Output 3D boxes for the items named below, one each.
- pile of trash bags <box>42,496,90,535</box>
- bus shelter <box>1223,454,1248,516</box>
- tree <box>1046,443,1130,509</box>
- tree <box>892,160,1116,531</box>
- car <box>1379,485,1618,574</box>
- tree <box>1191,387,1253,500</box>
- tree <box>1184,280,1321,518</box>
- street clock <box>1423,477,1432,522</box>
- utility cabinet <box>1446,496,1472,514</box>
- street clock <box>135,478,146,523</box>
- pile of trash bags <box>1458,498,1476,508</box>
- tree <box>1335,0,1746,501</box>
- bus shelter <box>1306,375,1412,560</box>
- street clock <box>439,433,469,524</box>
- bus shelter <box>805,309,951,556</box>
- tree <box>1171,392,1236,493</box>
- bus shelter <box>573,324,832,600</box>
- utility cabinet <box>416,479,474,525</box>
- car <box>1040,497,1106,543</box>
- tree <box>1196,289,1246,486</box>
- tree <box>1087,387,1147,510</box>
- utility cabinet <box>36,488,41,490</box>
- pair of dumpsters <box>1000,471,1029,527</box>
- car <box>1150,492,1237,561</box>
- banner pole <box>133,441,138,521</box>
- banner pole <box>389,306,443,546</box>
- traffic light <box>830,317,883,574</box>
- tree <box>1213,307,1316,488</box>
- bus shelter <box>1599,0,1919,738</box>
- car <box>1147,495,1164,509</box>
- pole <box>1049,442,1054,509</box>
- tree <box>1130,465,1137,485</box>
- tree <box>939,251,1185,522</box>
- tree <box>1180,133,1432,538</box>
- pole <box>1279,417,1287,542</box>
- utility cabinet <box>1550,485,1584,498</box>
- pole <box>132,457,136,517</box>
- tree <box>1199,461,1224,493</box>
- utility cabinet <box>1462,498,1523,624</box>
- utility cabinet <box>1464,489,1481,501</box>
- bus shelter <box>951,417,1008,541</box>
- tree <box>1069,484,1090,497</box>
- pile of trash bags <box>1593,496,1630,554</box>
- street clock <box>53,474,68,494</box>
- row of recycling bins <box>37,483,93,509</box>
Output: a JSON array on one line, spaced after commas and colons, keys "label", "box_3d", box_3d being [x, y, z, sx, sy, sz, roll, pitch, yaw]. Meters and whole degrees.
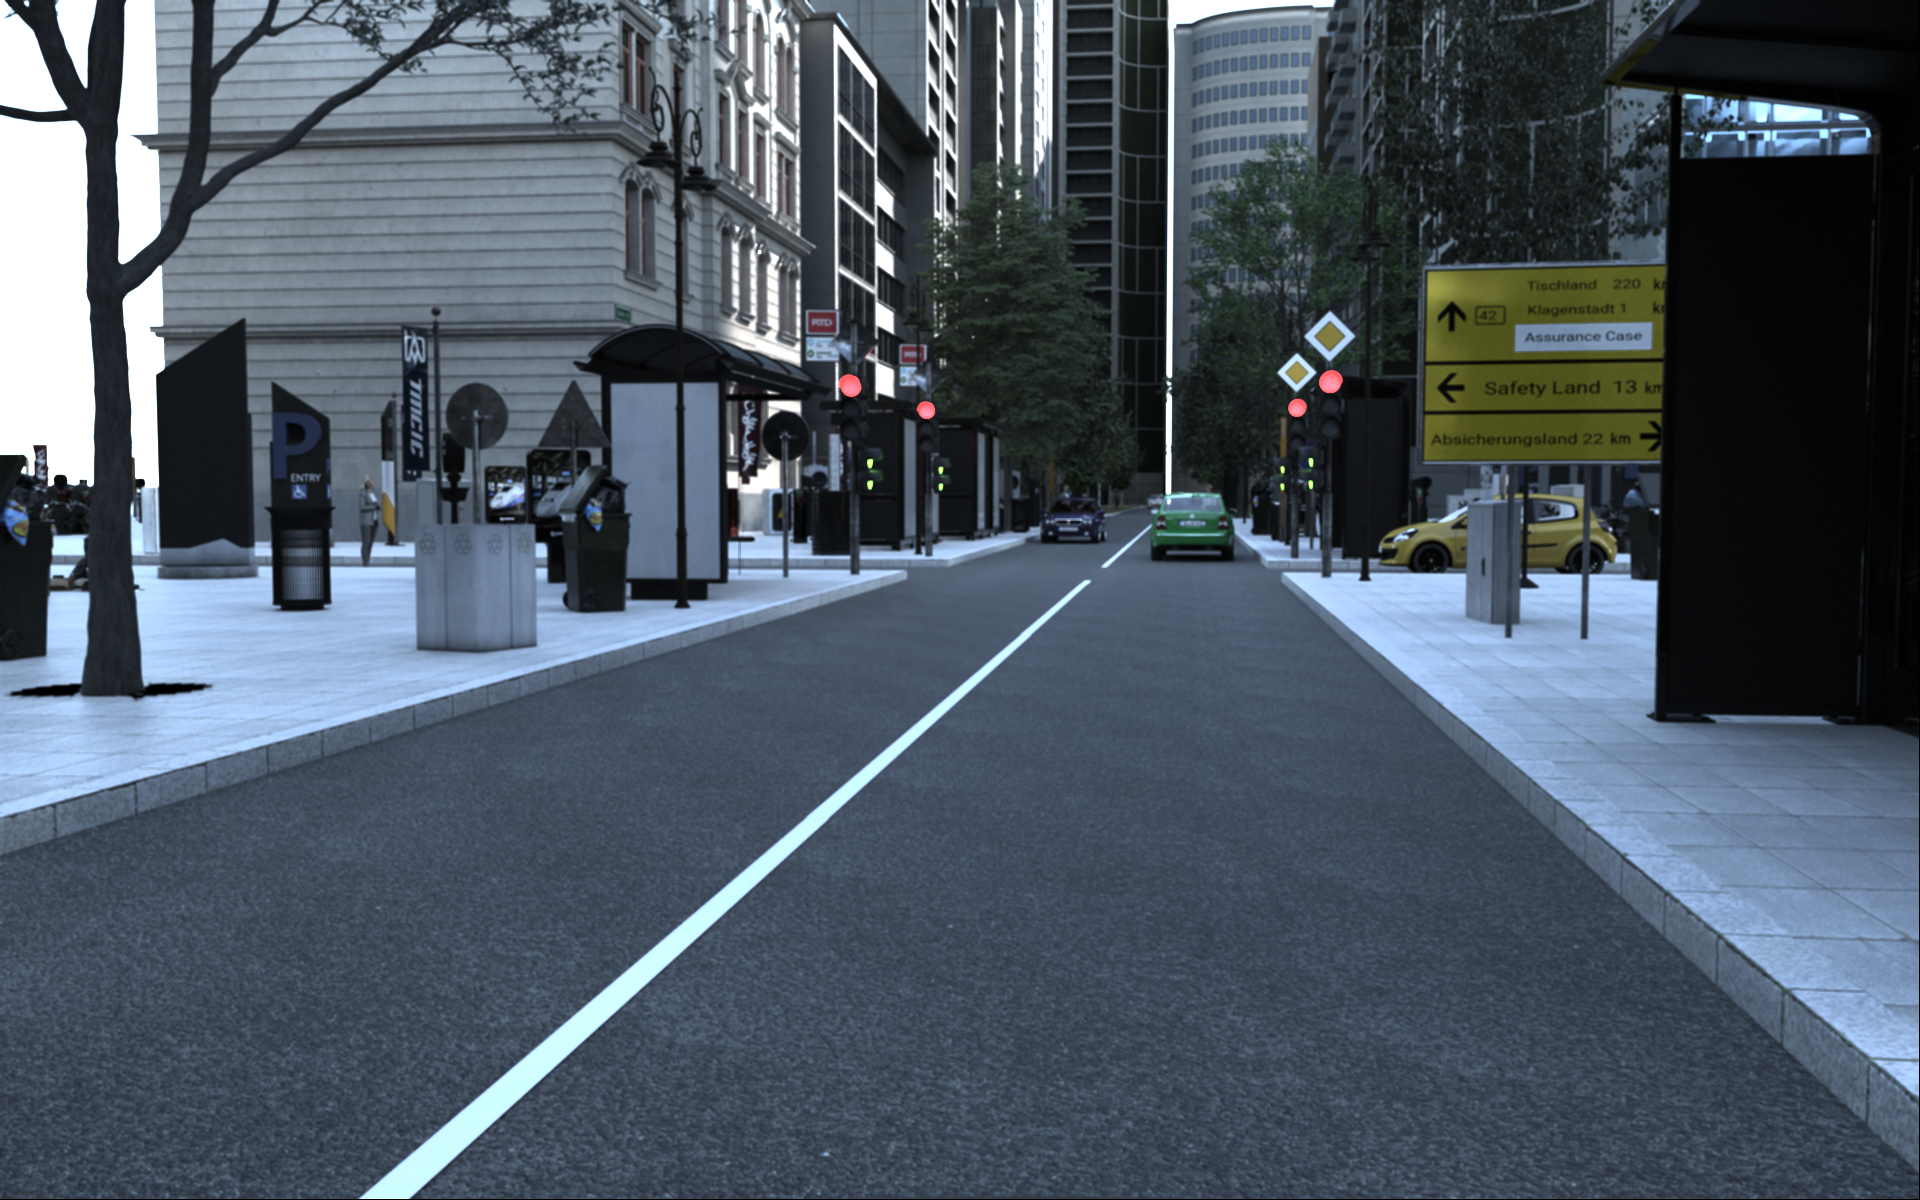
[{"label": "pile of trash bags", "box_3d": [-28.768, -2.729, 54.380, 3.447, 1.369, 1.912, -3, 5, -43]}, {"label": "bus shelter", "box_3d": [16.310, -6.851, 103.289, 1.731, 3.624, 6.357, 0, 4, 8]}, {"label": "tree", "box_3d": [6.180, -6.619, 91.942, 4.285, 4.588, 4.351, 0, 3, 0]}, {"label": "tree", "box_3d": [1.540, -8.671, 59.896, 7.486, 12.596, 7.792, 0, 3, 0]}, {"label": "car", "box_3d": [9.421, -1.239, 30.477, 3.980, 1.641, 2.015, 1, 4, 9]}, {"label": "tree", "box_3d": [25.708, -15.241, 167.312, 7.486, 12.596, 7.792, 0, 3, 0]}, {"label": "tree", "box_3d": [15.219, -10.759, 92.915, 9.611, 12.733, 9.660, 0, 3, 0]}, {"label": "street clock", "box_3d": [19.277, -4.111, 71.784, 0.471, 2.002, 0.358, 0, 4, 0]}, {"label": "utility cabinet", "box_3d": [21.333, -3.844, 74.007, 1.020, 1.237, 0.306, 0, 4, -3]}, {"label": "street clock", "box_3d": [-36.199, -4.404, 76.571, 0.358, 2.002, 0.471, 0, 4, 6]}, {"label": "pile of trash bags", "box_3d": [16.301, -2.546, 51.385, 3.447, 1.369, 1.912, 2, 4, 26]}, {"label": "tree", "box_3d": [5.899, -4.178, 18.671, 4.360, 8.622, 3.978, 0, 3, 0]}, {"label": "bus shelter", "box_3d": [8.387, -2.780, 36.742, 1.731, 3.624, 6.357, 0, 4, 8]}, {"label": "street clock", "box_3d": [-5.993, -0.977, 20.537, 0.358, 2.002, 0.471, -1, 4, -21]}, {"label": "bus shelter", "box_3d": [-1.937, -3.827, 40.209, 2.179, 5.291, 8.768, 0, 4, 7]}, {"label": "tree", "box_3d": [27.153, -16.980, 184.271, 9.857, 13.997, 8.962, 0, 3, 0]}, {"label": "bus shelter", "box_3d": [-3.272, -1.803, 23.409, 2.014, 3.302, 5.546, 0, 4, 7]}, {"label": "utility cabinet", "box_3d": [-7.464, -1.016, 25.284, 0.318, 1.500, 1.173, 1, 4, 14]}, {"label": "car", "box_3d": [3.405, -2.391, 51.672, 1.945, 1.354, 3.894, 1, 4, 9]}, {"label": "tree", "box_3d": [10.449, -6.747, 60.680, 4.360, 8.622, 3.978, 0, 3, 0]}, {"label": "tree", "box_3d": [9.615, -10.165, 116.567, 4.737, 8.622, 4.395, 0, 3, 0]}, {"label": "utility cabinet", "box_3d": [-36.600, -3.631, 68.043, 1.173, 1.500, 0.318, 2, 4, 30]}, {"label": "pair of dumpsters", "box_3d": [1.876, -4.128, 69.987, 1.574, 2.255, 4.437, 0, 4, 8]}, {"label": "car", "box_3d": [5.209, -1.827, 38.675, 1.959, 1.807, 4.718, 1, 4, 8]}, {"label": "banner pole", "box_3d": [-39.018, -5.593, 81.457, 0.863, 3.779, 0.401, -3, 5, -40]}, {"label": "banner pole", "box_3d": [-7.091, -2.017, 22.988, 0.401, 3.779, 0.863, 2, 4, 27]}, {"label": "traffic light", "box_3d": [-1.661, -2.364, 27.569, 0.839, 4.253, 0.868, 0, 4, 7]}, {"label": "tree", "box_3d": [12.164, -7.137, 67.059, 4.737, 8.622, 4.395, 0, 3, 0]}, {"label": "bus shelter", "box_3d": [4.049, -0.941, 6.670, 1.731, 3.624, 6.357, 0, 4, 7]}, {"label": "car", "box_3d": [19.368, -9.637, 169.921, 2.083, 1.381, 4.827, 0, 4, 8]}, {"label": "pole", "box_3d": [3.569, -4.519, 67.727, 0.158, 3.312, 0.155, 0, 3, 0]}, {"label": "tree", "box_3d": [13.621, -10.186, 150.248, 4.285, 4.588, 4.351, 0, 3, 0]}, {"label": "tree", "box_3d": [3.456, -9.932, 79.388, 9.611, 12.733, 9.660, 0, 3, 0]}, {"label": "tree", "box_3d": [10.241, -7.667, 51.111, 9.928, 11.665, 9.643, 0, 3, 0]}, {"label": "pole", "box_3d": [8.591, -3.191, 46.024, 0.158, 3.312, 0.155, 0, 3, 0]}, {"label": "utility cabinet", "box_3d": [14.375, -1.981, 41.070, 0.318, 1.500, 1.173, 0, 4, -7]}, {"label": "pole", "box_3d": [-45.319, -6.187, 94.996, 0.158, 3.312, 0.155, 0, 3, 0]}, {"label": "tree", "box_3d": [23.717, -10.769, 159.786, 4.285, 4.588, 4.351, 0, 3, 0]}, {"label": "utility cabinet", "box_3d": [5.382, -0.389, 17.517, 0.306, 1.237, 1.020, 0, 4, 2]}, {"label": "utility cabinet", "box_3d": [22.680, -4.106, 75.816, 1.173, 1.500, 0.318, 2, 4, 29]}, {"label": "bus shelter", "box_3d": [-0.201, -4.358, 48.882, 2.179, 5.291, 8.768, 0, 4, 8]}, {"label": "tree", "box_3d": [6.825, -6.247, 96.740, 1.663, 3.219, 1.824, 0, 3, 0]}, {"label": "pile of trash bags", "box_3d": [14.448, -1.728, 38.001, 3.447, 1.369, 1.912, 1, 4, 9]}, {"label": "street clock", "box_3d": [-31.737, -3.461, 61.157, 0.471, 2.002, 0.358, 1, 4, 15]}, {"label": "row of recycling bins", "box_3d": [-33.739, -3.613, 66.193, 3.534, 1.692, 1.069, 2, 4, 31]}]
